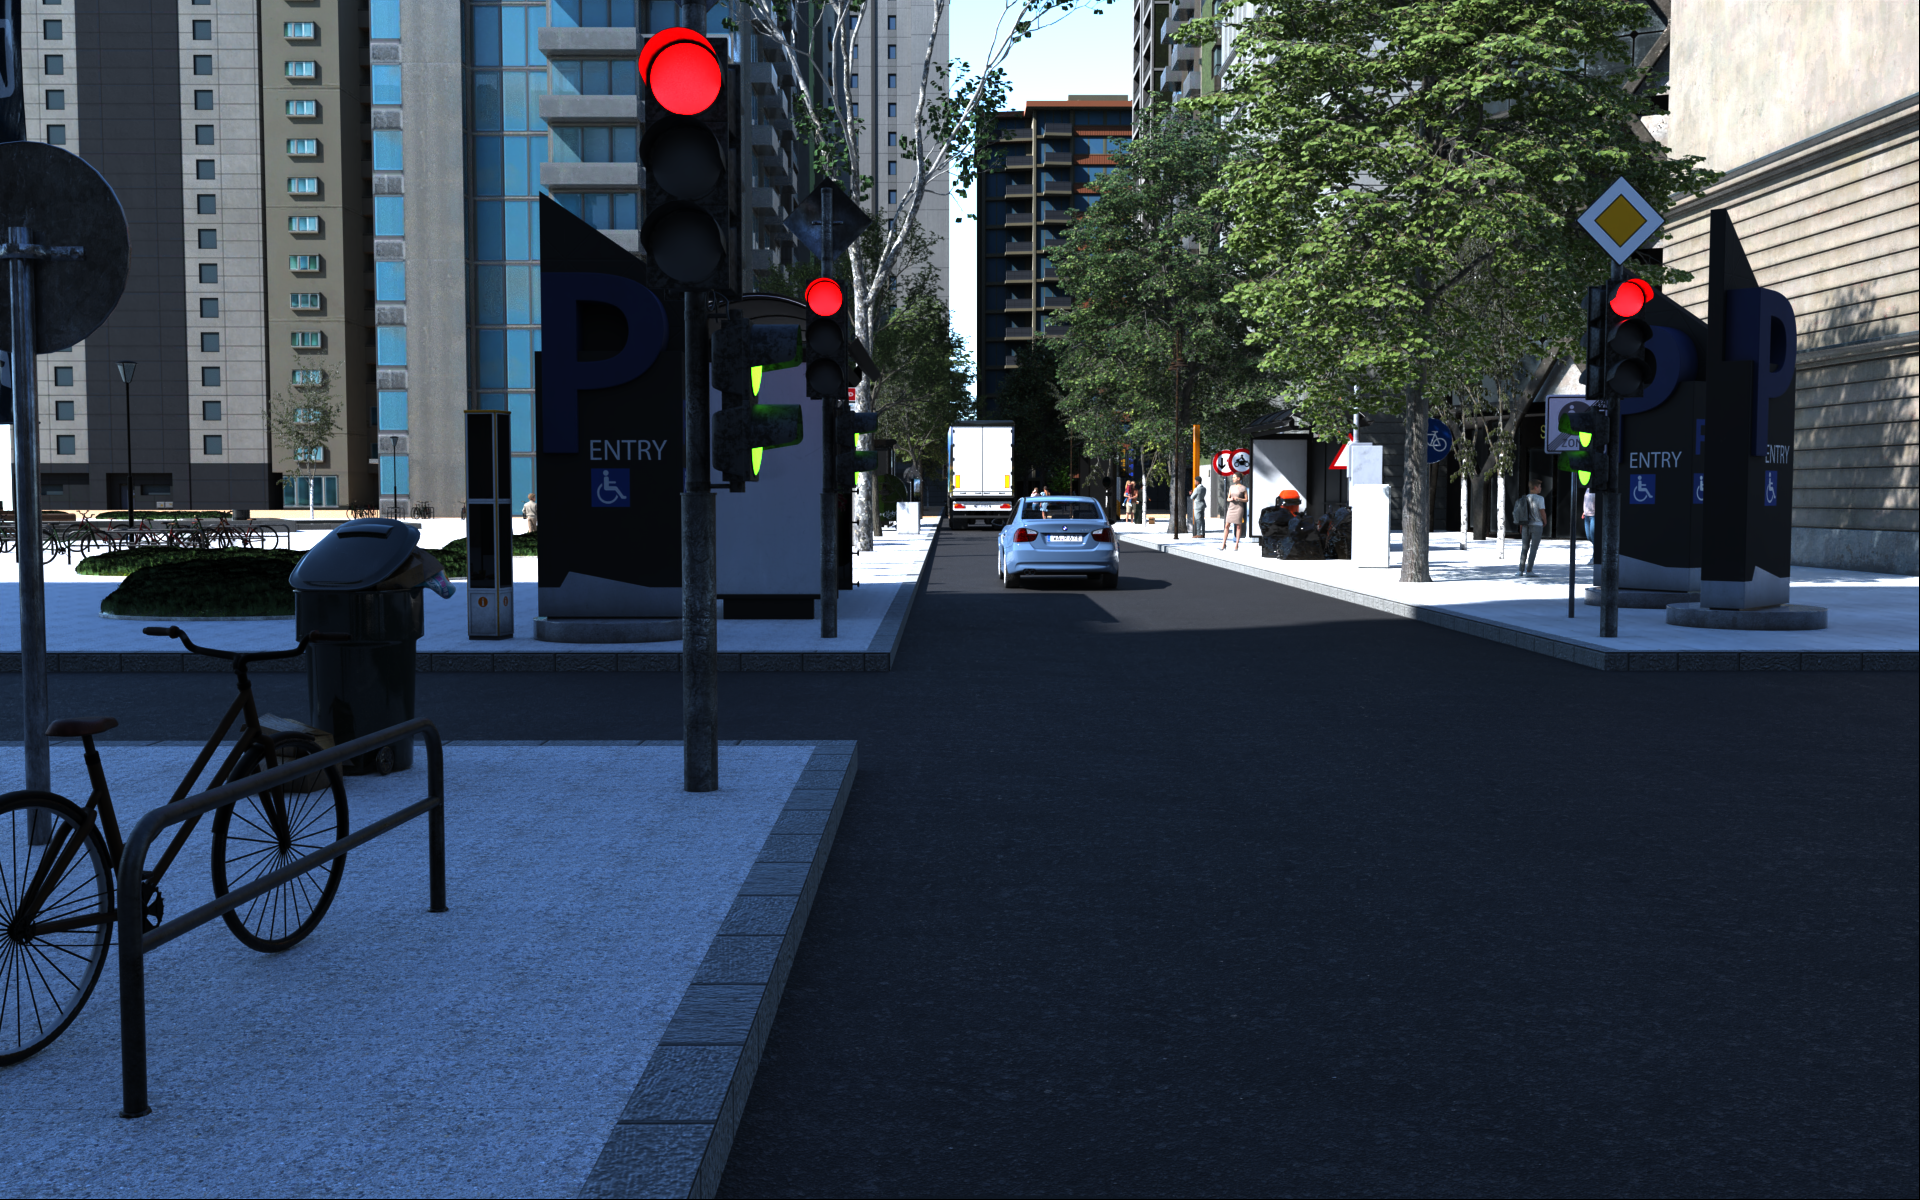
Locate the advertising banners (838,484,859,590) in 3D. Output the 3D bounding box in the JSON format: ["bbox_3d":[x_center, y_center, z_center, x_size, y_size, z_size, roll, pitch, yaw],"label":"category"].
[{"bbox_3d":[-2.360,-1.660,23.333,2.074,3.025,0.090,1,4,15],"label":"advertising banners"}]

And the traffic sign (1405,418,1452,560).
[{"bbox_3d":[7.801,-1.762,28.911,0.768,2.556,0.104,0,4,6],"label":"traffic sign"}]

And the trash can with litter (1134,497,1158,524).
[{"bbox_3d":[7.871,-3.805,73.591,1.055,1.170,0.624,0,4,8],"label":"trash can with litter"}]

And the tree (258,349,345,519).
[{"bbox_3d":[-32.912,-8.385,87.464,4.360,8.622,3.978,0,3,0],"label":"tree"}]

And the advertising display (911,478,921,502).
[{"bbox_3d":[-1.799,-4.011,70.796,0.123,1.923,0.974,1,4,15],"label":"advertising display"}]

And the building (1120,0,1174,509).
[{"bbox_3d":[23.712,-43.360,147.181,20.563,71.187,20.611,0,4,0],"label":"building"}]

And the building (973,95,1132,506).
[{"bbox_3d":[14.353,-32.927,192.977,28.867,44.769,22.147,0,4,0],"label":"building"}]

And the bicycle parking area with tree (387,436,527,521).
[{"bbox_3d":[-25.604,-6.059,86.067,8.231,4.147,9.016,1,4,15],"label":"bicycle parking area with tree"}]

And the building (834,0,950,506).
[{"bbox_3d":[-15.163,-39.744,191.808,28.212,58.520,21.231,0,4,0],"label":"building"}]

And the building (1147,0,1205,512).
[{"bbox_3d":[26.179,-30.751,122.386,23.786,49.044,30.456,0,4,0],"label":"building"}]

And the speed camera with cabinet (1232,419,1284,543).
[{"bbox_3d":[7.830,-3.101,45.038,0.660,3.252,2.038,-1,4,-20],"label":"speed camera with cabinet"}]

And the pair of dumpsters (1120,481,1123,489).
[{"bbox_3d":[7.192,-5.142,86.558,1.574,2.255,4.437,0,4,0],"label":"pair of dumpsters"}]

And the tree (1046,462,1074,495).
[{"bbox_3d":[6.210,-6.695,104.061,1.663,3.219,1.824,0,3,0],"label":"tree"}]

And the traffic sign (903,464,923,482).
[{"bbox_3d":[-2.002,-4.507,73.696,0.884,2.594,0.081,0,4,6],"label":"traffic sign"}]

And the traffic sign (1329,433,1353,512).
[{"bbox_3d":[8.326,-2.267,37.065,0.884,2.594,0.081,0,4,4],"label":"traffic sign"}]

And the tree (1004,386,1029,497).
[{"bbox_3d":[6.419,-15.745,167.799,12.009,13.543,11.850,0,3,0],"label":"tree"}]

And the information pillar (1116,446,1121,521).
[{"bbox_3d":[7.579,-5.661,83.908,0.504,3.616,0.183,3,5,44],"label":"information pillar"}]

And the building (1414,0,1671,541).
[{"bbox_3d":[22.219,-11.270,51.714,16.820,18.784,16.811,0,4,0],"label":"building"}]

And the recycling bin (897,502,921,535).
[{"bbox_3d":[-1.628,-2.599,55.052,0.722,1.027,0.722,0,4,1],"label":"recycling bin"}]

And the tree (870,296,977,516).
[{"bbox_3d":[-2.694,-11.070,99.128,7.486,12.596,7.792,0,3,0],"label":"tree"}]

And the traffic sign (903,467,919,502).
[{"bbox_3d":[-2.302,-5.000,81.850,0.768,2.556,0.104,0,4,8],"label":"traffic sign"}]

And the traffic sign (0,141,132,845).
[{"bbox_3d":[-3.378,-0.378,6.282,0.768,2.556,0.104,0,4,3],"label":"traffic sign"}]

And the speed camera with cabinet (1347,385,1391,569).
[{"bbox_3d":[7.252,-2.222,30.673,0.660,3.252,2.038,1,4,8],"label":"speed camera with cabinet"}]

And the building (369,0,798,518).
[{"bbox_3d":[-21.757,-29.716,105.472,23.786,49.044,30.456,0,4,0],"label":"building"}]

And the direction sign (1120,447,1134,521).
[{"bbox_3d":[8.026,-5.579,83.207,0.379,3.537,0.876,-3,5,-41],"label":"direction sign"}]

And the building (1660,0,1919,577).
[{"bbox_3d":[31.830,-12.888,29.808,34.723,24.649,14.460,0,4,0],"label":"building"}]

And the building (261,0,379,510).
[{"bbox_3d":[-44.258,-31.997,146.847,21.600,48.544,21.300,0,4,0],"label":"building"}]

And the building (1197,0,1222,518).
[{"bbox_3d":[20.557,-20.070,99.848,14.160,30.474,14.107,0,4,0],"label":"building"}]

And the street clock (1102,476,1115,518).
[{"bbox_3d":[6.001,-4.010,70.132,0.471,2.002,0.358,3,5,42],"label":"street clock"}]

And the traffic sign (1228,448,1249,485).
[{"bbox_3d":[7.787,-2.926,47.946,0.768,2.556,0.104,0,4,2],"label":"traffic sign"}]

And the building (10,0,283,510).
[{"bbox_3d":[-65.434,-43.304,146.269,20.611,71.187,20.563,0,4,0],"label":"building"}]

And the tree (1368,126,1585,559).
[{"bbox_3d":[10.403,-5.105,33.822,4.360,8.622,3.978,0,3,0],"label":"tree"}]

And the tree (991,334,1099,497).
[{"bbox_3d":[5.988,-12.624,123.406,9.611,12.733,9.660,0,3,0],"label":"tree"}]

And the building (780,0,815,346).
[{"bbox_3d":[-18.250,-27.178,127.962,14.154,41.232,14.086,0,4,0],"label":"building"}]

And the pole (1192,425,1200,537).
[{"bbox_3d":[6.959,-3.497,51.026,0.158,3.312,0.155,0,3,0],"label":"pole"}]

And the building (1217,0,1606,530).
[{"bbox_3d":[19.038,-18.240,75.711,11.434,29.767,29.804,0,4,0],"label":"building"}]

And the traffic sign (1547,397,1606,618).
[{"bbox_3d":[6.340,-0.964,17.893,0.606,2.300,0.079,0,4,8],"label":"traffic sign"}]

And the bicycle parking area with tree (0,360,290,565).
[{"bbox_3d":[-17.897,-2.924,34.812,9.016,4.147,8.231,1,4,9],"label":"bicycle parking area with tree"}]

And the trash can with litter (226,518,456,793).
[{"bbox_3d":[-2.784,0.219,7.805,0.624,1.170,1.055,1,4,12],"label":"trash can with litter"}]

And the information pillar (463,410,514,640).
[{"bbox_3d":[-4.154,-0.660,15.285,0.304,2.012,0.304,1,4,11],"label":"information pillar"}]

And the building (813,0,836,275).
[{"bbox_3d":[-21.796,-32.024,147.298,21.600,48.544,21.300,0,4,0],"label":"building"}]

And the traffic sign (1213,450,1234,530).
[{"bbox_3d":[7.632,-3.037,49.762,0.768,2.556,0.104,0,4,4],"label":"traffic sign"}]

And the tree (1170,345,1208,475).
[{"bbox_3d":[9.738,-7.930,80.025,4.360,8.622,3.978,0,3,0],"label":"tree"}]
